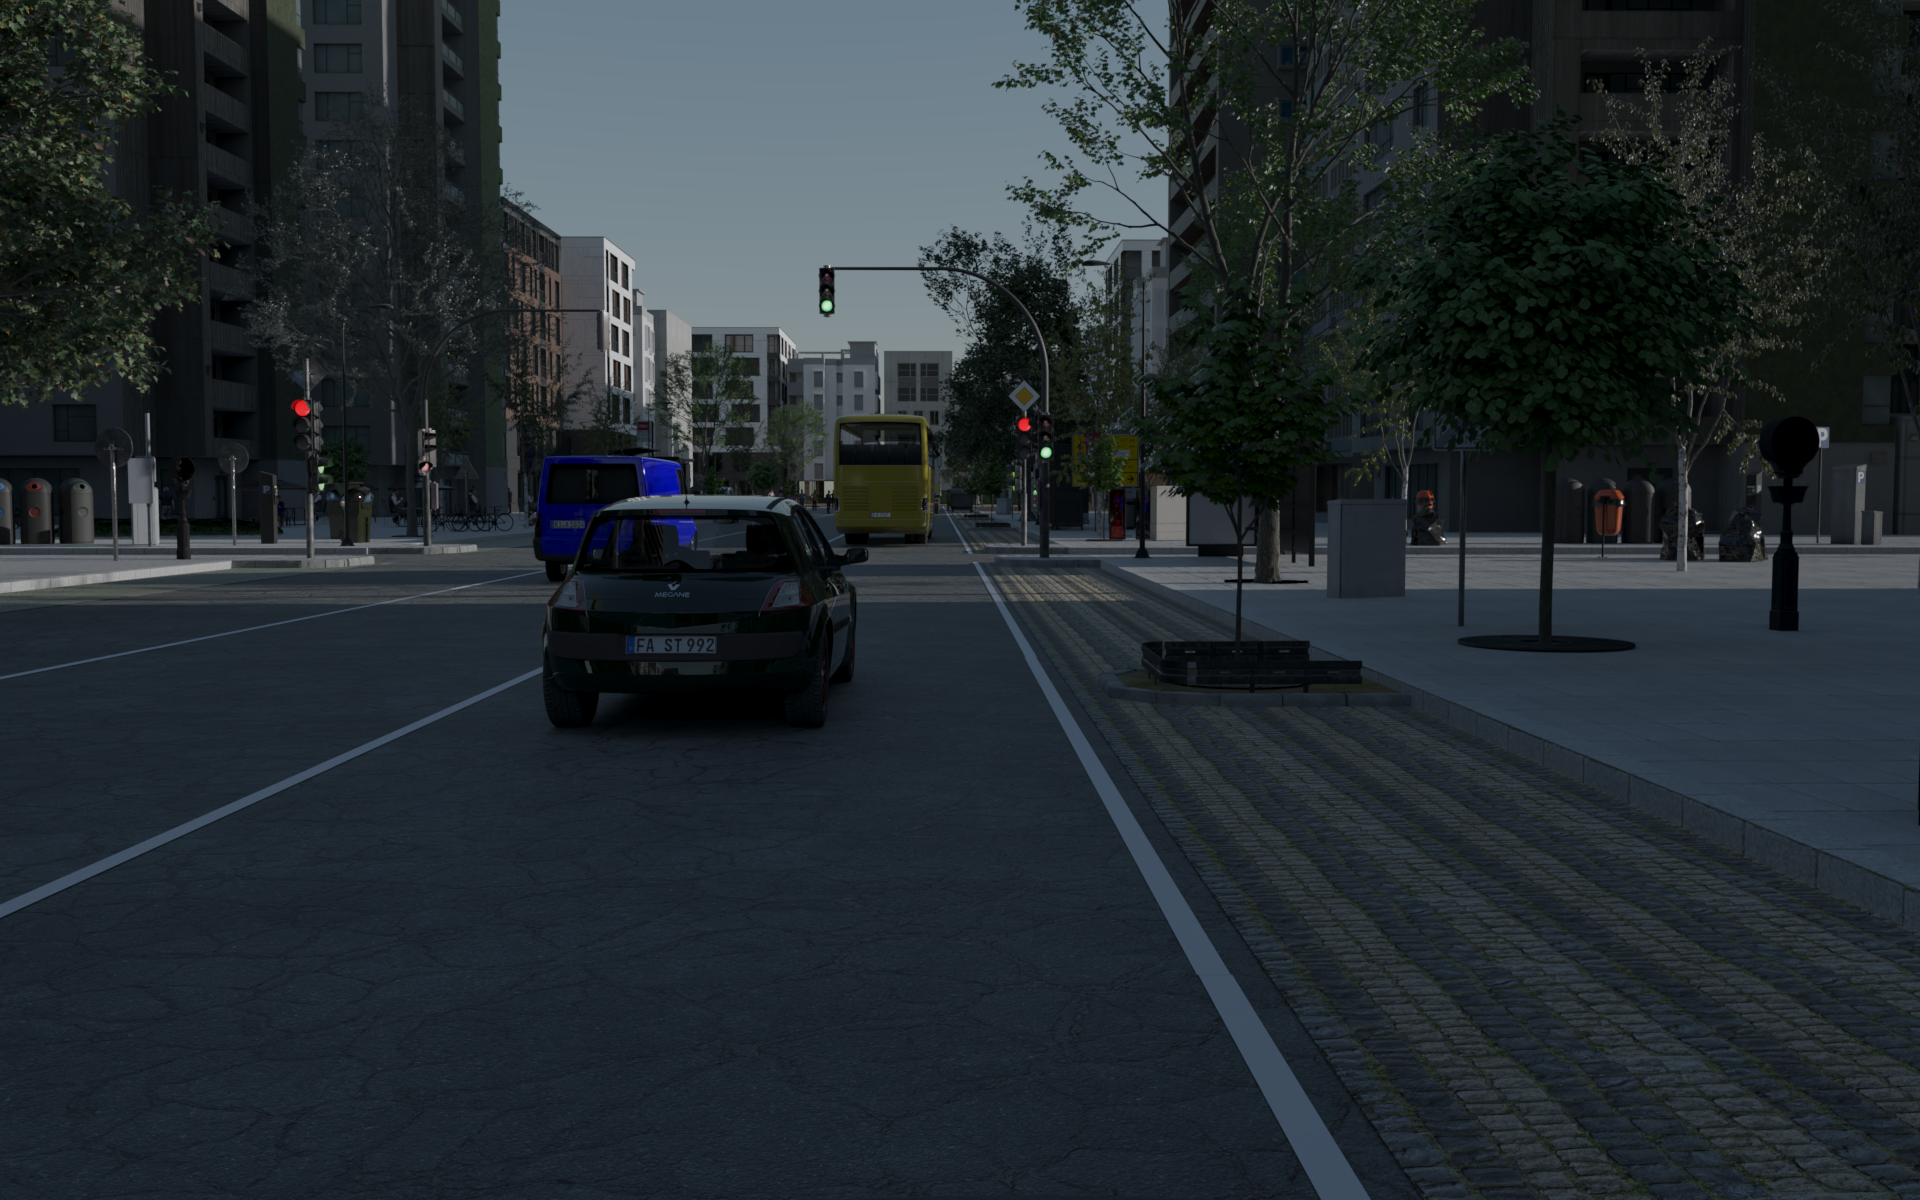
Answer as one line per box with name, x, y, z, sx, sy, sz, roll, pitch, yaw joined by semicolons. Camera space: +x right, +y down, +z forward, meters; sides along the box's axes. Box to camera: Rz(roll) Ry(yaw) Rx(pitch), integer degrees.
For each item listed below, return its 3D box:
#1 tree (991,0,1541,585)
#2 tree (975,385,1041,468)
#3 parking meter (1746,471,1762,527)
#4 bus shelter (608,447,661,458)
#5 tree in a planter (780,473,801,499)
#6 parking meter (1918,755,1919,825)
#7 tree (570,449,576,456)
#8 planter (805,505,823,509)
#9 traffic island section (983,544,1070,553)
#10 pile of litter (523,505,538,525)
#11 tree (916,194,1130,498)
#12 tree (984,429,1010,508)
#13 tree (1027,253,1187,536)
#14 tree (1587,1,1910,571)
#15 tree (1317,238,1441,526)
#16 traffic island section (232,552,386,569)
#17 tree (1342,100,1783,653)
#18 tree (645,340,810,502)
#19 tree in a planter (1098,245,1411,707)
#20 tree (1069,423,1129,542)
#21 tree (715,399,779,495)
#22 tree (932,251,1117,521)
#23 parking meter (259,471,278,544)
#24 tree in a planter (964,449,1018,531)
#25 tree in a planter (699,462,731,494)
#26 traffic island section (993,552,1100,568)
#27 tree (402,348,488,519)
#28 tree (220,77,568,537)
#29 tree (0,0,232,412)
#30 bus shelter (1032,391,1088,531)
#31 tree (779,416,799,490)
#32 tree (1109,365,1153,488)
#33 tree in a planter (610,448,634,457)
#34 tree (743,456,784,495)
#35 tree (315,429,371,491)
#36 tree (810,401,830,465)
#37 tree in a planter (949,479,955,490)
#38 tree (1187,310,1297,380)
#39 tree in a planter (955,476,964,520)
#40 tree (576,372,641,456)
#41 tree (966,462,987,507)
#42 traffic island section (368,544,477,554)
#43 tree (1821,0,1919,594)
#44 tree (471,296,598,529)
tree;4.291;-6.043;24.564;9.928;11.665;9.643;0;3;0
tree;3.522;-12.508;138.914;8.767;10.594;7.601;-1;4;-12
parking meter;20.259;-2.356;44.225;0.399;1.863;0.255;-3;5;-42
bus shelter;-16.816;-6.011;89.563;1.731;3.624;6.357;0;4;-1
tree in a planter;-14.250;-9.021;144.708;1.991;3.239;1.994;0;4;-1
parking meter;3.897;-0.059;6.680;0.255;1.863;0.399;3;5;39
tree;-16.960;-4.955;75.616;1.663;3.219;1.824;0;3;0
planter;-14.634;-9.211;171.738;1.991;0.319;1.994;0;4;-1
traffic island section;1.605;-1.263;42.926;2.009;0.180;2.903;0;4;-1
pile of litter;-17.231;-3.498;71.151;1.719;0.858;1.176;0;4;6
tree;4.017;-15.446;108.432;12.611;20.169;13.585;0;3;0
tree;2.899;-12.445;153.842;4.737;8.622;4.395;0;3;0
tree;4.251;-6.306;53.462;4.737;8.622;4.395;0;3;0
tree;12.063;-4.769;28.338;4.360;8.622;3.978;0;3;0
tree;12.331;-5.993;48.344;4.737;8.622;4.395;0;3;0
traffic island section;-13.043;-0.762;34.741;2.009;0.180;2.903;0;4;-1
tree;5.001;-1.882;14.486;4.285;4.588;4.351;0;3;0
tree;-17.162;-11.643;116.111;9.928;11.665;9.643;0;3;0
tree in a planter;2.026;-0.934;12.486;1.991;3.239;1.994;0;4;-1
tree;3.790;-3.213;47.133;1.663;3.219;1.824;0;3;0
tree;-16.741;-11.042;130.904;4.360;8.622;3.978;0;3;0
tree;3.118;-10.097;82.092;9.611;12.733;9.660;0;3;0
parking meter;-17.777;-2.376;44.565;0.399;1.863;0.255;0;4;-2
tree in a planter;1.248;-4.312;67.729;1.991;3.239;1.994;0;4;-1
tree in a planter;-13.558;-5.992;95.192;1.991;3.239;1.994;0;4;-1
traffic island section;1.716;-0.774;34.941;2.009;0.180;2.903;0;4;-1
tree;-25.400;-8.229;84.913;4.737;8.622;4.395;0;3;0
tree;-16.511;-8.635;51.552;12.009;13.543;11.850;0;3;0
tree;-15.912;-6.579;24.568;9.611;12.733;9.660;0;3;0
bus shelter;3.925;-5.336;64.878;2.179;5.291;8.768;0;4;-1
tree;-17.121;-13.075;164.144;4.360;8.622;3.978;0;3;0
tree;9.898;-9.112;99.345;4.360;8.622;3.978;0;3;0
tree in a planter;-13.169;-4.285;67.283;1.991;3.239;1.994;0;4;-1
tree;-16.889;-10.061;148.217;4.285;4.588;4.351;0;3;0
tree;-31.436;-6.371;87.887;4.285;4.588;4.351;0;3;0
tree;-17.718;-16.025;187.764;9.928;11.665;9.643;0;3;0
tree in a planter;-0.207;-10.729;172.645;1.991;3.239;1.994;0;4;-1
tree;10.352;-6.889;63.001;4.737;8.622;4.395;0;3;0
tree in a planter;0.864;-6.008;95.446;1.991;3.239;1.994;0;4;-1
tree;-21.396;-9.469;105.188;4.737;8.622;4.395;0;3;0
tree;2.177;-13.207;166.290;4.360;8.622;3.978;0;3;0
traffic island section;-13.155;-1.250;42.725;2.009;0.180;2.903;0;4;-1
tree;12.127;-4.376;21.916;4.360;8.622;3.978;0;3;0
tree;-15.770;-6.931;63.691;4.360;8.622;3.978;0;3;0
